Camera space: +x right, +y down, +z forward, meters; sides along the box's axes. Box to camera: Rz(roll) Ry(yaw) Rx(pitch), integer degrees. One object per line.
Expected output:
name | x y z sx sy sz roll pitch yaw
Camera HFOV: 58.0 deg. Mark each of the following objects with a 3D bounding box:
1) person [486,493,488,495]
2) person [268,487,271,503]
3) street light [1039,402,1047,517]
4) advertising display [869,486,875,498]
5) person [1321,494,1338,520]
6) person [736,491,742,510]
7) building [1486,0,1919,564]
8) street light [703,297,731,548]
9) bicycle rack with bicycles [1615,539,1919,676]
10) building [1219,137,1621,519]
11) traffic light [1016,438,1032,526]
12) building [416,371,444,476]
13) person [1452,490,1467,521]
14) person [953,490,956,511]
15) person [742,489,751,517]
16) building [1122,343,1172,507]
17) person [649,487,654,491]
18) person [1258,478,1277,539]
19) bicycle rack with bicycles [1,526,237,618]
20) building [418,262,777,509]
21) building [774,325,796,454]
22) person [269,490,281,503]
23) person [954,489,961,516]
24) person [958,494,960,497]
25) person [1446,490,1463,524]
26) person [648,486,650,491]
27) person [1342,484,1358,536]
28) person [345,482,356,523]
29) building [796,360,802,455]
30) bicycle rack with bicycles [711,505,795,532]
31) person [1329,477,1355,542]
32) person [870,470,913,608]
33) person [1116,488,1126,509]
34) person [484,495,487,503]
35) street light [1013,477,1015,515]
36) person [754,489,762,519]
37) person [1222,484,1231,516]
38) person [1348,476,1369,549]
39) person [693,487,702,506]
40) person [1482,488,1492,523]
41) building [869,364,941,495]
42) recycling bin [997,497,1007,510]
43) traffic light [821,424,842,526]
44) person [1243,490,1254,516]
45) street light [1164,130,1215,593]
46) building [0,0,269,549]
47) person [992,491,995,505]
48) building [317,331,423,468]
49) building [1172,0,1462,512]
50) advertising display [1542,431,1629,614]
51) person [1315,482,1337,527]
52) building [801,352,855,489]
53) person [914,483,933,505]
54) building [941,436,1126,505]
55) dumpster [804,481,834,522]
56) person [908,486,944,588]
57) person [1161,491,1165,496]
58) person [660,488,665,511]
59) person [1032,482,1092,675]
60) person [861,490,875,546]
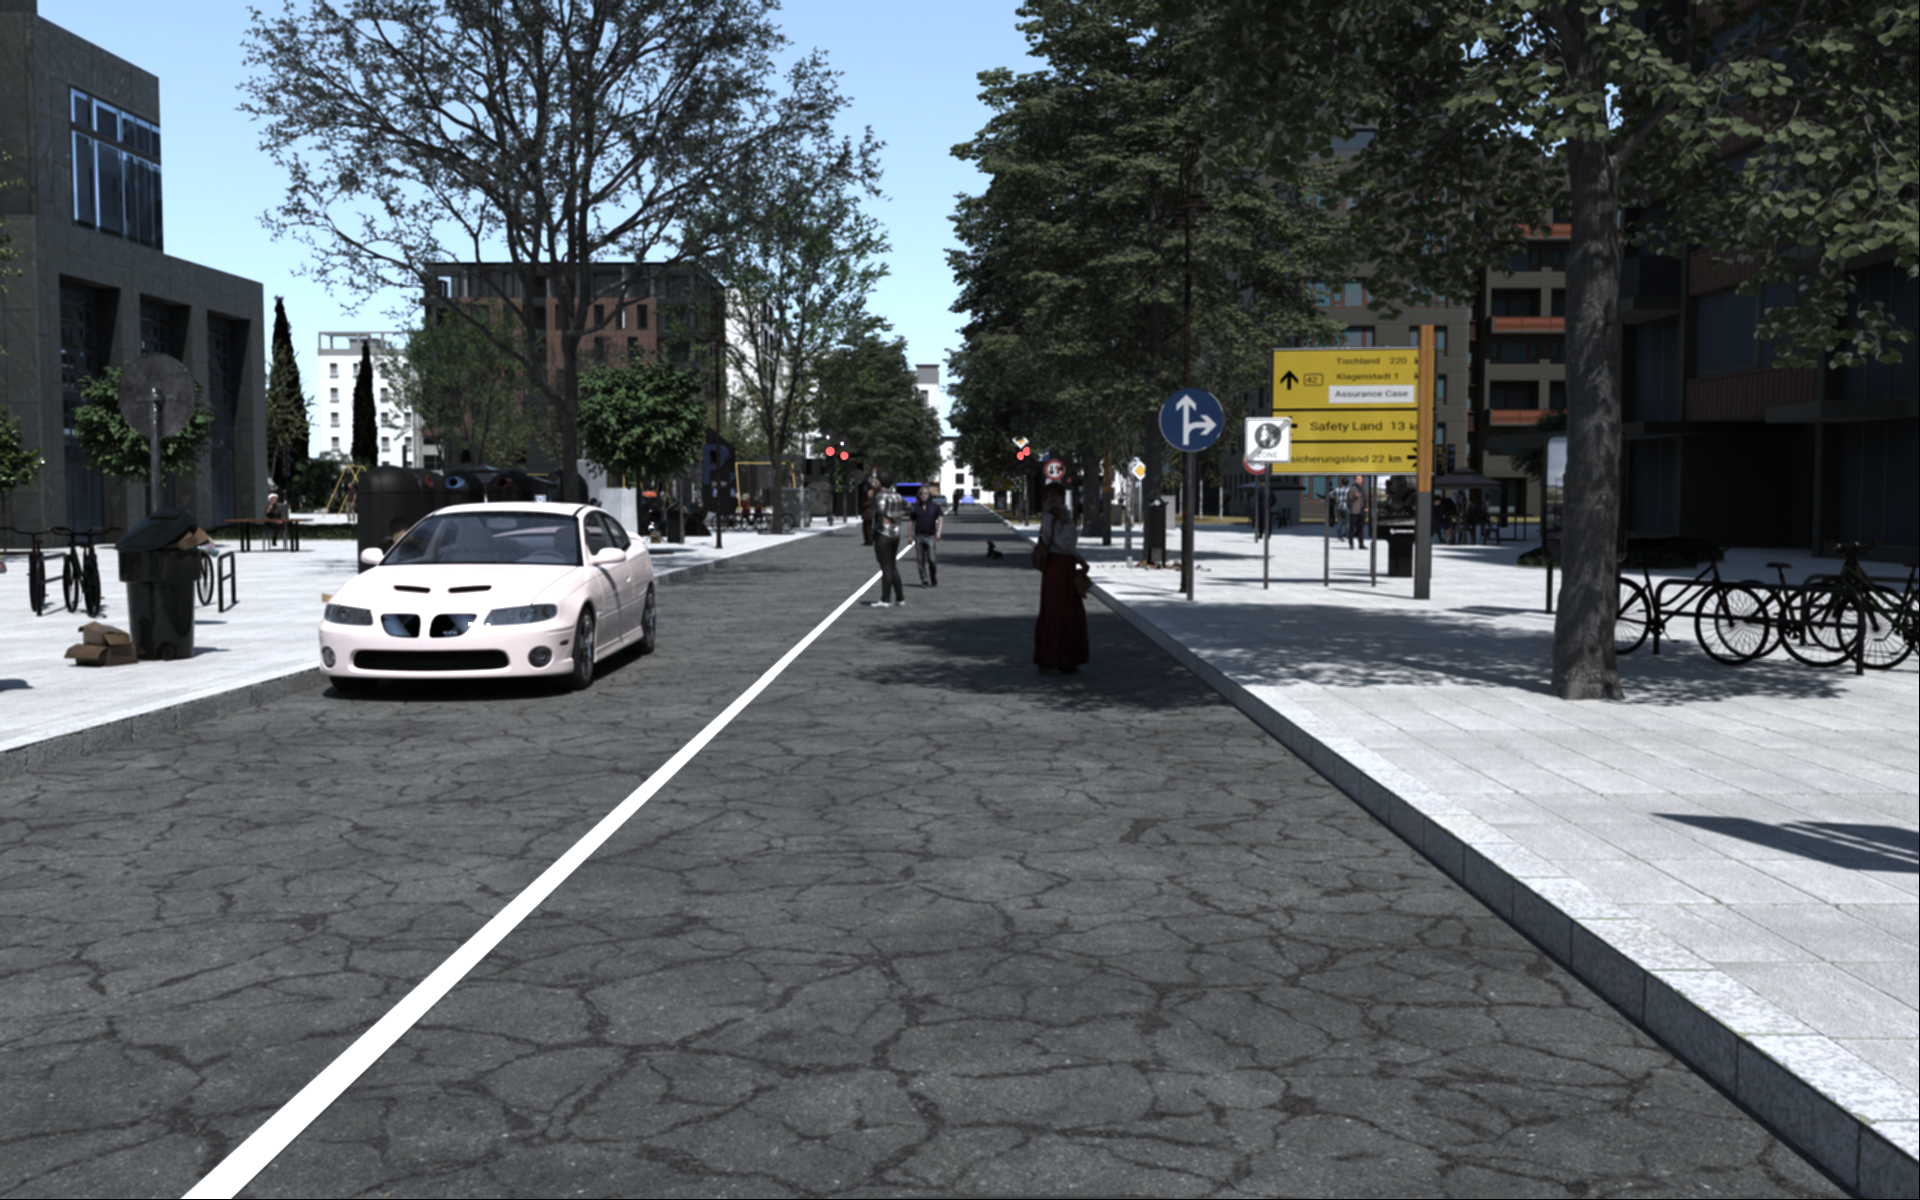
person | -26.567 -5.484 97.769 0.516 1.574 0.319 2 4 27
person | -28.718 -3.826 71.740 0.565 1.739 0.600 -3 4 -37
street light | 3.280 -5.841 68.290 0.468 5.910 1.993 0 4 0
advertising display | -6.642 -7.783 132.471 0.123 1.923 0.974 2 4 32
person | 18.318 -4.771 86.010 0.963 1.587 0.435 -1 4 -10
person | -17.277 -7.771 135.305 0.614 1.554 0.590 -3 5 -44
building | 26.878 -23.433 37.750 22.147 44.769 28.867 0 4 0
street light | -5.695 -4.157 40.755 0.468 5.910 1.993 0 4 0
bicycle rack with bicycles | 6.695 0.011 13.209 2.852 0.926 2.925 -2 4 -26
building | 32.040 -15.807 103.488 28.899 21.520 27.650 0 4 0
traffic light | 2.660 -4.909 69.187 0.839 4.253 0.868 0 4 0
building | -46.388 -20.794 206.442 31.486 18.905 16.747 0 4 0
person | 22.344 -4.307 77.190 0.376 1.734 0.841 -2 4 -24
person | -0.425 -8.556 148.941 0.434 1.755 0.990 -1 4 -12
person | -11.341 -5.088 91.698 0.523 1.526 0.387 2 4 25
building | 25.184 -19.848 180.935 16.016 20.091 11.380 0 4 0
person | -11.444 -3.404 64.061 0.453 1.535 0.546 -2 4 -31
person | 8.727 -2.631 49.766 0.576 1.737 0.504 -2 4 -31
bicycle rack with bicycles | -9.198 -0.350 19.098 2.852 0.926 2.925 -1 4 -17
building | -33.610 -19.877 168.971 27.936 21.610 32.646 0 4 0
building | -27.010 -20.504 191.655 16.016 20.091 11.380 0 4 0
person | -26.437 -3.521 66.792 0.799 1.438 0.628 1 4 22
person | -0.137 -6.299 112.196 0.504 1.737 0.576 0 4 2
person | -0.218 -12.929 223.149 1.065 1.426 0.557 0 4 -8
person | 18.630 -3.416 65.077 0.799 1.438 0.628 3 5 40
person | -17.055 -5.384 94.983 0.530 1.710 0.541 0 4 5
person | 11.969 -2.735 52.624 0.662 1.594 0.647 0 4 -3
person | -27.130 -4.334 77.037 0.434 1.807 0.598 -3 5 -43
building | -24.953 -21.433 206.853 11.380 20.091 16.016 0 4 0
bicycle rack with bicycles | -7.146 -2.825 59.565 2.925 0.926 2.852 -1 4 -11
person | 10.341 -2.440 46.666 0.376 1.734 0.841 -3 4 -37
person | -0.903 -0.773 21.869 0.376 1.734 0.841 2 4 30
person | 10.678 -6.577 114.517 0.756 1.711 0.436 0 4 -3
person | -14.311 -2.611 52.639 0.435 1.345 0.340 1 4 11
street light | 3.322 -8.148 106.004 0.468 5.910 1.993 0 4 0
person | -10.535 -5.017 90.537 0.523 1.526 0.387 3 5 44
person | 15.252 -5.753 99.976 0.599 1.838 0.709 -3 4 -36
person | 9.267 -2.044 39.990 0.617 1.759 0.750 -1 4 -15
person | -15.822 -5.983 104.580 0.376 1.734 0.841 -2 4 -29
person | 23.532 -4.323 77.441 0.376 1.734 0.841 1 4 11
building | -8.588 -24.570 258.133 11.380 20.091 16.016 0 4 0
recycling bin | 3.442 -7.889 141.533 0.722 1.027 0.722 1 4 11
traffic light | -5.141 -4.910 69.199 0.839 4.253 0.868 0 4 0
person | 16.530 -5.687 99.753 0.376 1.734 0.841 -2 4 -24
street light | 2.928 -3.030 22.330 0.468 5.910 1.993 0 4 0
building | -36.806 -44.461 39.612 31.000 86.520 22.319 0 4 0
person | 3.894 -11.628 196.675 0.721 1.766 1.217 -1 4 -19
building | -68.345 -21.457 207.239 11.380 20.091 16.016 0 4 0
building | 27.547 -36.397 137.087 21.231 58.520 28.212 0 4 0
advertising display | 6.521 -0.788 18.102 0.123 1.923 0.974 -2 4 -32
person | 14.322 -3.743 67.768 0.750 1.759 0.617 -1 4 -11
building | -30.582 -25.656 263.454 32.646 21.610 27.936 0 4 0
person | -1.200 -2.937 56.649 0.598 1.807 0.434 1 4 9
building | 11.235 -19.141 255.099 28.070 9.664 9.099 0 4 0
dumpster | -6.431 -4.484 79.076 1.264 1.857 1.865 0 4 0
person | -0.455 -0.964 26.478 0.569 1.553 0.471 3 5 42
person | 16.130 -7.932 137.935 0.590 1.554 0.614 -3 5 -41
person | -21.351 -7.194 124.385 0.376 1.734 0.841 -1 4 -15
person | 0.795 -0.170 13.743 0.387 1.526 0.523 3 4 37
person | -2.555 -2.281 48.062 0.388 1.546 0.482 -1 4 -18
